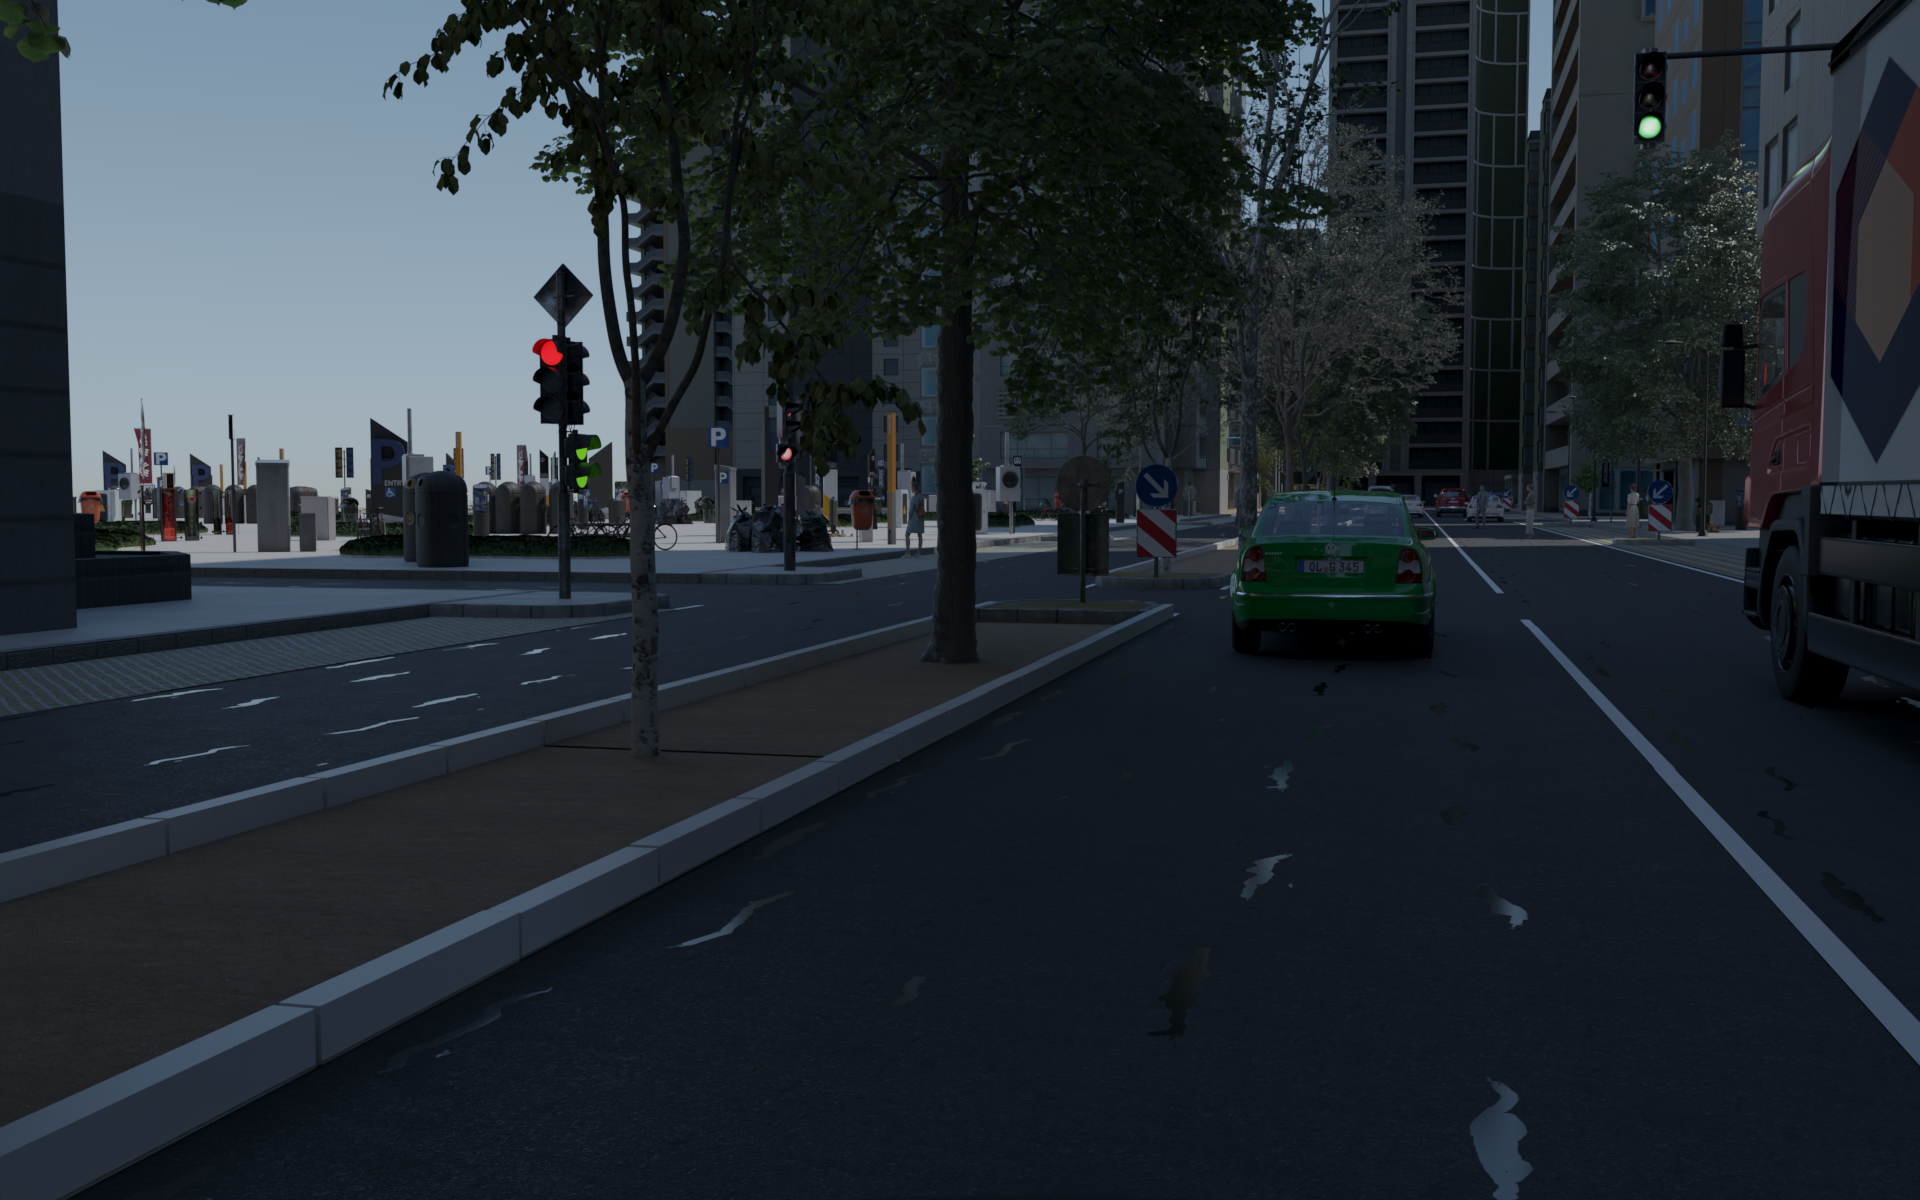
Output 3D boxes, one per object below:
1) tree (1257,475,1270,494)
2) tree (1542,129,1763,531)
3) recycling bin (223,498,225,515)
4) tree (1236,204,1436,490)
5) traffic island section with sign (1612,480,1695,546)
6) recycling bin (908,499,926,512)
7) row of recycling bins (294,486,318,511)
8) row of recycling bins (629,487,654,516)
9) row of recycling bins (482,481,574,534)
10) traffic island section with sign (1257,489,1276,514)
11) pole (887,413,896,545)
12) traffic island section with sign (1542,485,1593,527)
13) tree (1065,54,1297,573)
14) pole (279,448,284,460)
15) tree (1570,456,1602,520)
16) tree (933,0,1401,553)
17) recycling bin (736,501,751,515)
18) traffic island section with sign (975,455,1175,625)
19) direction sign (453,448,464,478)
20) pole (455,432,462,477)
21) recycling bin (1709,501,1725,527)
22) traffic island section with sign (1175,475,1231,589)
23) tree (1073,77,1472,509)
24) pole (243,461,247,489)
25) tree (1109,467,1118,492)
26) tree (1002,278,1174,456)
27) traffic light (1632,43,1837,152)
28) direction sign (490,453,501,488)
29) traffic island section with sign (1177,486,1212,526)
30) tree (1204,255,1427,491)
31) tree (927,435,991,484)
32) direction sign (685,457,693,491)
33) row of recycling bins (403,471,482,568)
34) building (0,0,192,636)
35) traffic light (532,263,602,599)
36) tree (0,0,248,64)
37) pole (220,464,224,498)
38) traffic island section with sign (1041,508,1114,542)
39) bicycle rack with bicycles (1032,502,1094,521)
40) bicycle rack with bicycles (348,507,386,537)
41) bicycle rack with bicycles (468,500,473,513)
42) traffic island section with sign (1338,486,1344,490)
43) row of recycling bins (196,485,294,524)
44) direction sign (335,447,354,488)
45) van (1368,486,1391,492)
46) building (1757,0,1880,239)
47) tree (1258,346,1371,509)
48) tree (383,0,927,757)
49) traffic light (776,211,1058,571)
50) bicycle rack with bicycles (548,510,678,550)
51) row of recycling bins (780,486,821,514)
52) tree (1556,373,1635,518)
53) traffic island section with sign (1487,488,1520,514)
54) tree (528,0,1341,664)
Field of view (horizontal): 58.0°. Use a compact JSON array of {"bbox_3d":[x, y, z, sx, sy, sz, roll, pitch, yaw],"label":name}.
[{"bbox_3d":[26.620,-9.780,154.510,1.663,3.219,1.824,0,3,0],"label":"tree"},{"bbox_3d":[25.257,-9.394,60.254,9.857,13.997,8.962,0,3,0],"label":"tree"},{"bbox_3d":[-44.723,-5.705,105.827,0.722,1.027,0.722,3,5,42],"label":"recycling bin"},{"bbox_3d":[16.585,-10.281,77.207,9.857,13.997,8.962,0,3,0],"label":"tree"},{"bbox_3d":[19.538,-2.463,48.900,1.989,1.847,2.006,1,4,14],"label":"traffic island section with sign"},{"bbox_3d":[-2.246,-4.802,91.068,0.722,1.027,0.722,2,4,27],"label":"recycling bin"},{"bbox_3d":[-38.666,-5.780,101.622,1.069,1.692,3.534,0,3,0],"label":"row of recycling bins"},{"bbox_3d":[-18.130,-5.563,98.066,1.069,1.692,3.534,2,4,28],"label":"row of recycling bins"},{"bbox_3d":[-14.154,-2.995,56.087,3.534,1.692,1.069,1,4,14],"label":"row of recycling bins"},{"bbox_3d":[22.949,-7.268,127.461,1.989,1.847,2.006,1,4,14],"label":"traffic island section with sign"},{"bbox_3d":[-1.731,-3.058,43.837,0.158,3.312,0.155,0,3,0],"label":"pole"},{"bbox_3d":[26.293,-4.059,74.998,1.989,1.847,2.006,1,4,14],"label":"traffic island section with sign"},{"bbox_3d":[3.377,-4.601,28.052,4.360,8.622,3.978,0,3,0],"label":"tree"},{"bbox_3d":[-30.245,-5.105,77.310,0.158,3.312,0.155,0,3,0],"label":"pole"},{"bbox_3d":[31.686,-5.692,87.668,1.663,3.219,1.824,0,3,0],"label":"tree"},{"bbox_3d":[5.301,-11.003,38.251,12.611,20.169,13.585,0,3,0],"label":"tree"},{"bbox_3d":[-8.489,-3.306,66.604,0.722,1.027,0.722,-2,4,-30],"label":"recycling bin"},{"bbox_3d":[1.302,-0.722,19.938,2.006,1.907,1.989,1,4,14],"label":"traffic island section with sign"},{"bbox_3d":[-24.643,-5.701,85.200,0.379,3.537,0.876,1,4,16],"label":"direction sign"},{"bbox_3d":[-16.364,-3.839,56.603,0.158,3.312,0.155,0,3,0],"label":"pole"},{"bbox_3d":[29.247,-3.349,67.307,0.722,1.027,0.722,1,4,8],"label":"recycling bin"},{"bbox_3d":[3.166,-1.160,27.107,2.006,1.907,1.989,1,4,14],"label":"traffic island section with sign"},{"bbox_3d":[9.821,-8.466,51.239,12.009,13.543,11.850,0,3,0],"label":"tree"},{"bbox_3d":[-44.366,-6.951,107.489,0.158,3.312,0.155,0,3,0],"label":"pole"},{"bbox_3d":[8.653,-6.596,102.448,1.663,3.219,1.824,0,3,0],"label":"tree"},{"bbox_3d":[5.132,-8.267,69.575,7.601,10.594,8.767,1,4,12],"label":"tree"},{"bbox_3d":[9.207,-2.613,17.394,4.771,5.953,1.251,1,4,14],"label":"traffic light"},{"bbox_3d":[-25.835,-6.387,96.419,0.876,3.537,0.379,3,4,38],"label":"direction sign"},{"bbox_3d":[10.555,-4.337,79.540,1.989,1.847,2.006,1,4,14],"label":"traffic island section with sign"},{"bbox_3d":[12.842,-7.755,63.665,8.767,10.594,7.601,1,4,14],"label":"tree"},{"bbox_3d":[-0.210,-3.337,49.168,1.663,3.219,1.824,0,3,0],"label":"tree"},{"bbox_3d":[-16.572,-6.969,105.943,0.379,3.537,0.876,-3,4,-37],"label":"direction sign"},{"bbox_3d":[-9.595,-1.509,31.783,1.069,1.692,3.534,-1,4,-22],"label":"row of recycling bins"},{"bbox_3d":[-23.126,-28.865,13.942,28.212,58.520,21.231,1,4,14],"label":"building"},{"bbox_3d":[-4.833,-1.971,21.141,0.839,4.253,0.868,1,4,14],"label":"traffic light"},{"bbox_3d":[-3.308,-5.030,2.831,7.486,12.596,7.792,0,3,0],"label":"tree"},{"bbox_3d":[-50.429,-7.613,118.323,0.158,3.312,0.155,0,3,0],"label":"pole"},{"bbox_3d":[3.625,-2.699,52.763,1.989,1.847,2.006,1,4,14],"label":"traffic island section with sign"},{"bbox_3d":[5.052,-4.296,83.617,2.925,0.926,2.852,0,4,8],"label":"bicycle rack with bicycles"},{"bbox_3d":[-15.386,-2.055,46.984,2.852,0.926,2.925,0,4,-3],"label":"bicycle rack with bicycles"},{"bbox_3d":[-29.876,-5.473,102.862,2.852,0.926,2.925,2,4,30],"label":"bicycle rack with bicycles"},{"bbox_3d":[21.979,-5.610,99.862,2.006,1.907,1.989,1,4,14],"label":"traffic island section with sign"},{"bbox_3d":[-30.904,-4.150,74.963,3.534,1.692,1.069,-1,4,-10],"label":"row of recycling bins"},{"bbox_3d":[-29.779,-5.617,83.840,0.876,3.537,0.379,0,4,-3],"label":"direction sign"},{"bbox_3d":[22.199,-5.161,91.389,2.013,2.044,4.112,1,4,14],"label":"van"},{"bbox_3d":[32.235,-27.134,32.878,27.495,52.752,28.713,1,4,14],"label":"building"},{"bbox_3d":[14.539,-7.152,69.749,4.737,8.622,4.395,0,3,0],"label":"tree"},{"bbox_3d":[-1.734,-3.433,8.949,4.737,8.622,4.395,0,3,0],"label":"tree"},{"bbox_3d":[-0.785,-3.285,28.382,4.771,5.953,1.251,1,4,14],"label":"traffic light"},{"bbox_3d":[-7.877,-1.582,39.240,2.925,0.926,2.852,-1,4,-14],"label":"bicycle rack with bicycles"},{"bbox_3d":[-7.808,-4.763,84.987,1.069,1.692,3.534,-2,4,-29],"label":"row of recycling bins"},{"bbox_3d":[33.751,-8.666,92.044,4.360,8.622,3.978,0,3,0],"label":"tree"},{"bbox_3d":[38.792,-7.018,123.367,1.989,1.847,2.006,1,4,14],"label":"traffic island section with sign"},{"bbox_3d":[-0.053,-5.762,14.799,7.486,12.596,7.792,0,3,0],"label":"tree"}]
